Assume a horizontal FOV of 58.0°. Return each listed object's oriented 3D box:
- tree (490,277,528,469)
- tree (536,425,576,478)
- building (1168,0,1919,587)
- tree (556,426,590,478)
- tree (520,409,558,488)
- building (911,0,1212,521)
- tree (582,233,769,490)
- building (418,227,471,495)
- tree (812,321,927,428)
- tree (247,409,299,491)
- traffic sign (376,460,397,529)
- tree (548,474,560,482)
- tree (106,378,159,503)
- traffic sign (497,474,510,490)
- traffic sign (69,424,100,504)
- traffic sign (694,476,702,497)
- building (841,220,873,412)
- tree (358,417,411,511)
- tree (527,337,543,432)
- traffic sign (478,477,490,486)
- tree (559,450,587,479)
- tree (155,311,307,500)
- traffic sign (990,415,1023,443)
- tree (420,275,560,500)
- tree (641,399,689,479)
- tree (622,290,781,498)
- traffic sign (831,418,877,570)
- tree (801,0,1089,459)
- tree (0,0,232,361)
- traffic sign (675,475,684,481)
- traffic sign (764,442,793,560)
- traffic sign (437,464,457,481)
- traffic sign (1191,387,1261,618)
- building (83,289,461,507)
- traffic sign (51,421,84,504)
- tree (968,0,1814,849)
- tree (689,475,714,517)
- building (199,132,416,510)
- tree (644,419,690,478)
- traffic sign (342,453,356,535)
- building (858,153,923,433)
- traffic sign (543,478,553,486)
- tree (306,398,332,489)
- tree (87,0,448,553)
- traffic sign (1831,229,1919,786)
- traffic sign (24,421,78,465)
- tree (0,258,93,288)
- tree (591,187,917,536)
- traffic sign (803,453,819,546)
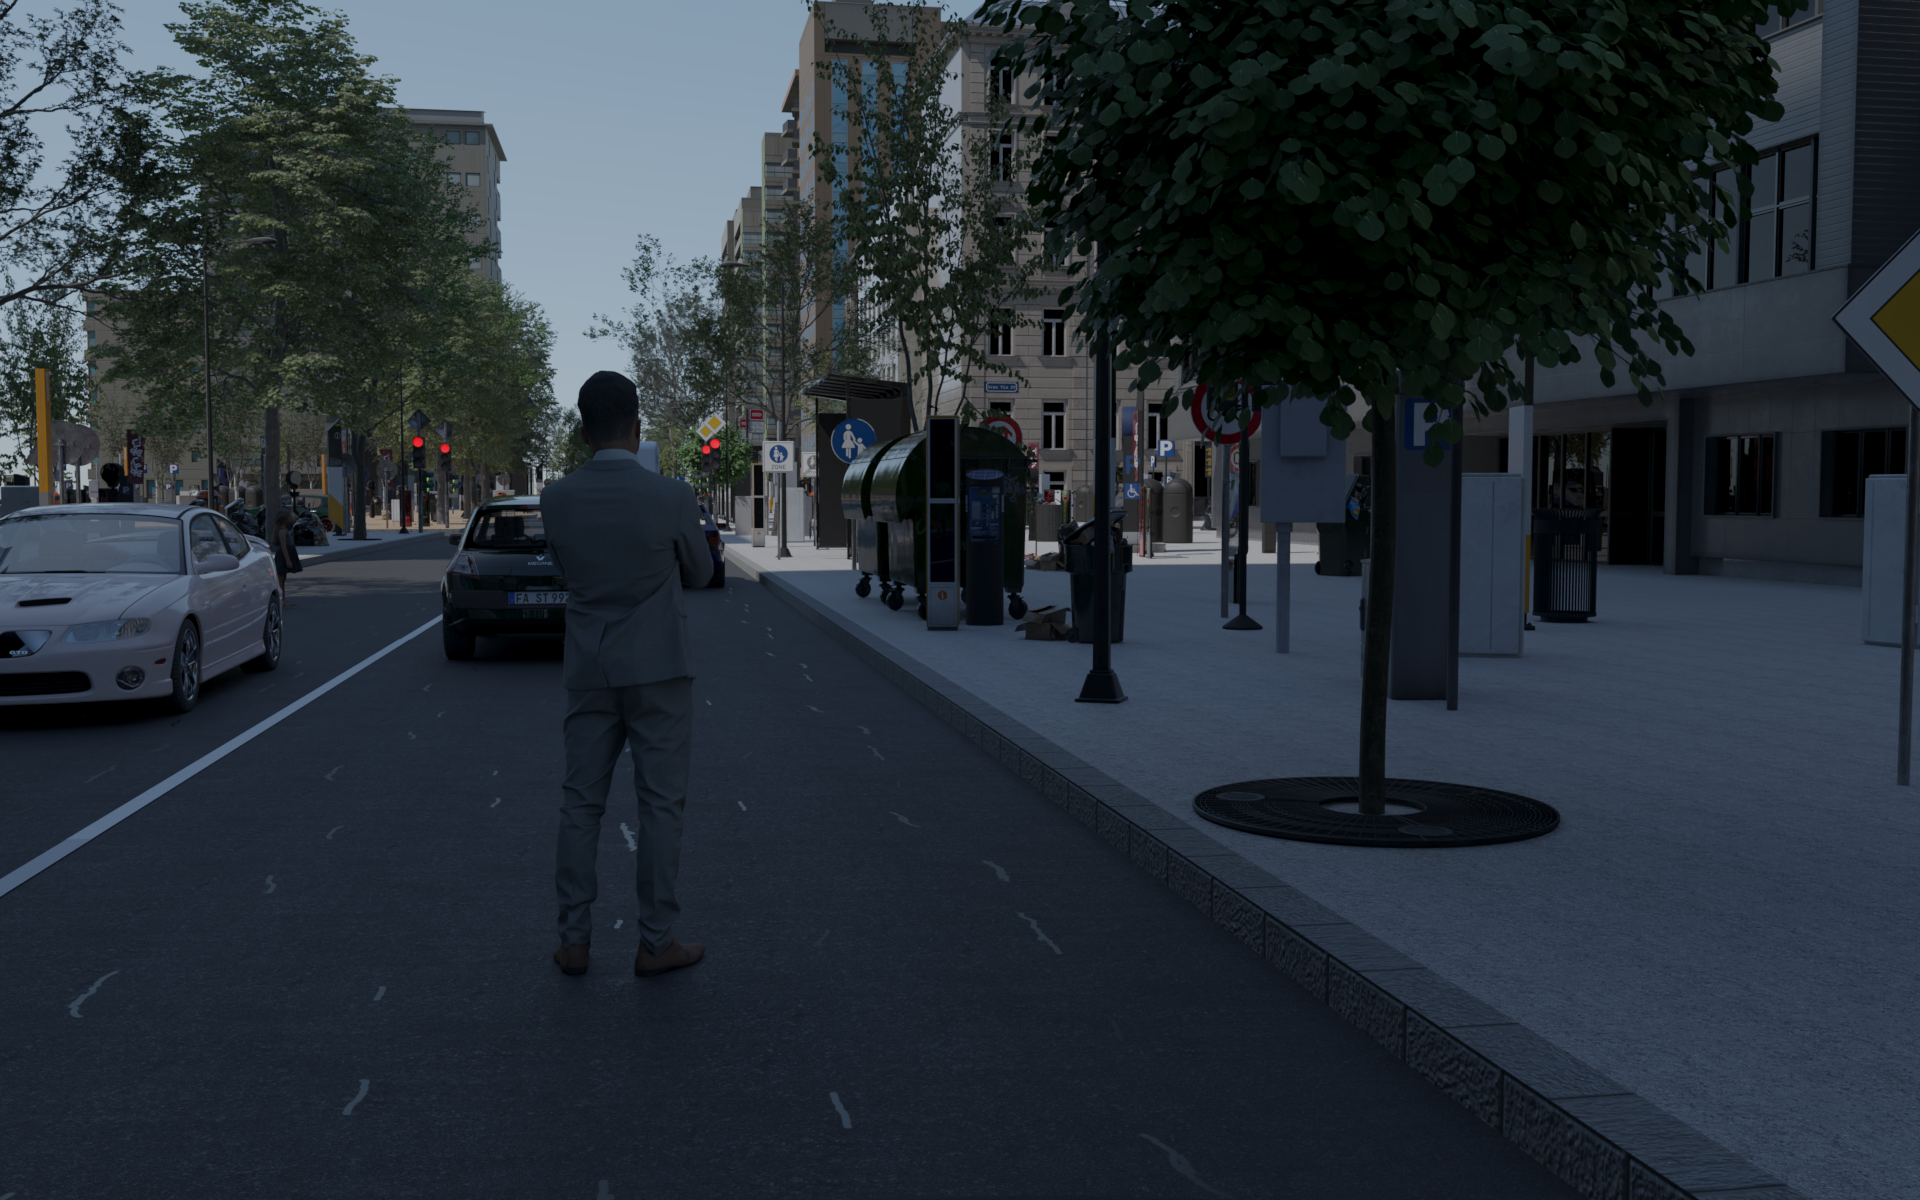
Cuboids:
[{"bbox_3d":[-22.212,-9.436,72.413,7.486,12.596,7.792,0,3,0],"label":"tree"},{"bbox_3d":[-41.624,-13.925,178.032,4.737,8.622,4.395,0,3,0],"label":"tree"},{"bbox_3d":[15.405,-13.274,36.098,14.314,24.678,30.058,-1,4,-10],"label":"building"},{"bbox_3d":[-50.810,-18.199,231.964,7.601,10.594,8.767,-1,4,-11],"label":"tree"},{"bbox_3d":[-36.421,-12.142,148.881,4.360,8.622,3.978,0,3,0],"label":"tree"},{"bbox_3d":[10.913,-17.722,87.022,25.104,27.353,12.463,-1,4,-10],"label":"building"},{"bbox_3d":[-20.669,-16.577,126.928,12.611,20.169,13.585,0,3,0],"label":"tree"},{"bbox_3d":[-60.237,-25.258,184.671,14.160,30.474,14.107,-1,4,-10],"label":"building"},{"bbox_3d":[-3.632,-7.485,72.748,4.360,8.622,3.978,0,3,0],"label":"tree"},{"bbox_3d":[-51.431,-11.025,130.623,4.737,8.622,4.395,0,3,0],"label":"tree"},{"bbox_3d":[-21.280,-3.925,64.283,0.768,2.556,0.104,0,4,-2],"label":"traffic sign"},{"bbox_3d":[-36.219,-9.761,154.197,1.663,3.219,1.824,0,3,0],"label":"tree"},{"bbox_3d":[-44.507,-8.930,96.376,4.360,8.622,3.978,0,3,0],"label":"tree"},{"bbox_3d":[-28.254,-6.555,107.285,0.768,2.556,0.104,0,4,-6],"label":"traffic sign"},{"bbox_3d":[-16.034,-1.920,31.502,0.768,2.556,0.104,-1,4,-9],"label":"traffic sign"},{"bbox_3d":[-12.949,-5.299,86.748,0.768,2.556,0.104,0,4,-8],"label":"traffic sign"},{"bbox_3d":[-1.349,-18.822,126.827,14.460,24.649,34.723,-1,4,-10],"label":"building"},{"bbox_3d":[-43.927,-11.149,132.644,4.360,8.622,3.978,0,3,0],"label":"tree"},{"bbox_3d":[-24.962,-10.448,88.954,7.486,12.596,7.792,0,3,0],"label":"tree"},{"bbox_3d":[-34.110,-7.587,124.149,0.768,2.556,0.104,-1,4,-10],"label":"traffic sign"},{"bbox_3d":[-59.615,-21.992,276.570,9.611,12.733,9.660,0,3,0],"label":"tree"},{"bbox_3d":[-29.157,-7.285,69.473,4.360,8.622,3.978,0,3,0],"label":"tree"},{"bbox_3d":[0.615,-1.687,27.681,0.768,2.556,0.104,0,4,-7],"label":"traffic sign"},{"bbox_3d":[-27.350,-11.813,99.798,9.857,13.997,8.962,0,3,0],"label":"tree"},{"bbox_3d":[-34.698,-17.641,206.563,7.486,12.596,7.792,0,3,0],"label":"tree"},{"bbox_3d":[-15.783,-11.863,104.330,12.009,13.543,11.850,0,3,0],"label":"tree"},{"bbox_3d":[-1.788,-1.782,29.243,0.768,2.556,0.104,0,4,-4],"label":"traffic sign"},{"bbox_3d":[-0.395,-4.520,24.268,4.737,8.622,4.395,0,3,0],"label":"tree"},{"bbox_3d":[-13.579,-5.427,23.151,7.601,10.594,8.767,-1,4,-23],"label":"tree"},{"bbox_3d":[-19.122,-7.214,118.052,0.768,2.556,0.104,-1,4,-9],"label":"traffic sign"},{"bbox_3d":[-3.524,-1.929,33.674,0.606,2.300,0.079,-1,4,-10],"label":"traffic sign"},{"bbox_3d":[-20.280,-4.183,68.496,0.768,2.556,0.104,-1,4,-9],"label":"traffic sign"},{"bbox_3d":[2.750,-1.090,17.922,0.768,2.556,0.104,0,4,-2],"label":"traffic sign"},{"bbox_3d":[-62.778,-19.426,162.656,27.650,21.520,28.899,-1,4,-10],"label":"building"},{"bbox_3d":[-15.574,-1.831,30.037,0.768,2.556,0.104,0,4,-3],"label":"traffic sign"},{"bbox_3d":[1.598,-1.410,6.775,4.285,4.588,4.351,0,3,0],"label":"tree"},{"bbox_3d":[-14.212,-6.149,95.140,1.663,3.219,1.824,0,3,0],"label":"tree"},{"bbox_3d":[-53.152,-22.660,142.193,14.160,30.474,14.107,-1,4,-10],"label":"building"},{"bbox_3d":[-25.232,-12.316,151.729,4.737,8.622,4.395,0,3,0],"label":"tree"},{"bbox_3d":[-19.047,-3.273,53.618,0.768,2.556,0.104,0,4,-3],"label":"traffic sign"},{"bbox_3d":[0.278,-15.066,101.084,10.420,20.320,16.860,-1,4,-10],"label":"building"},{"bbox_3d":[-33.046,-8.495,139.002,0.768,2.556,0.104,0,4,-2],"label":"traffic sign"},{"bbox_3d":[-40.008,-9.561,106.688,4.360,8.622,3.978,0,3,0],"label":"tree"},{"bbox_3d":[-14.722,-7.329,37.962,7.486,12.596,7.792,0,3,0],"label":"tree"},{"bbox_3d":[4.158,-0.390,7.566,0.795,2.450,0.064,0,4,-2],"label":"traffic sign"},{"bbox_3d":[-15.994,-1.865,30.490,0.884,2.594,0.081,0,4,-6],"label":"traffic sign"},{"bbox_3d":[-28.071,-6.258,52.686,4.737,8.622,4.395,0,3,0],"label":"tree"},{"bbox_3d":[-5.363,-7.233,52.674,7.601,10.594,8.767,2,4,27],"label":"tree"},{"bbox_3d":[-3.570,-2.469,42.498,0.606,2.300,0.079,0,4,-3],"label":"traffic sign"}]
